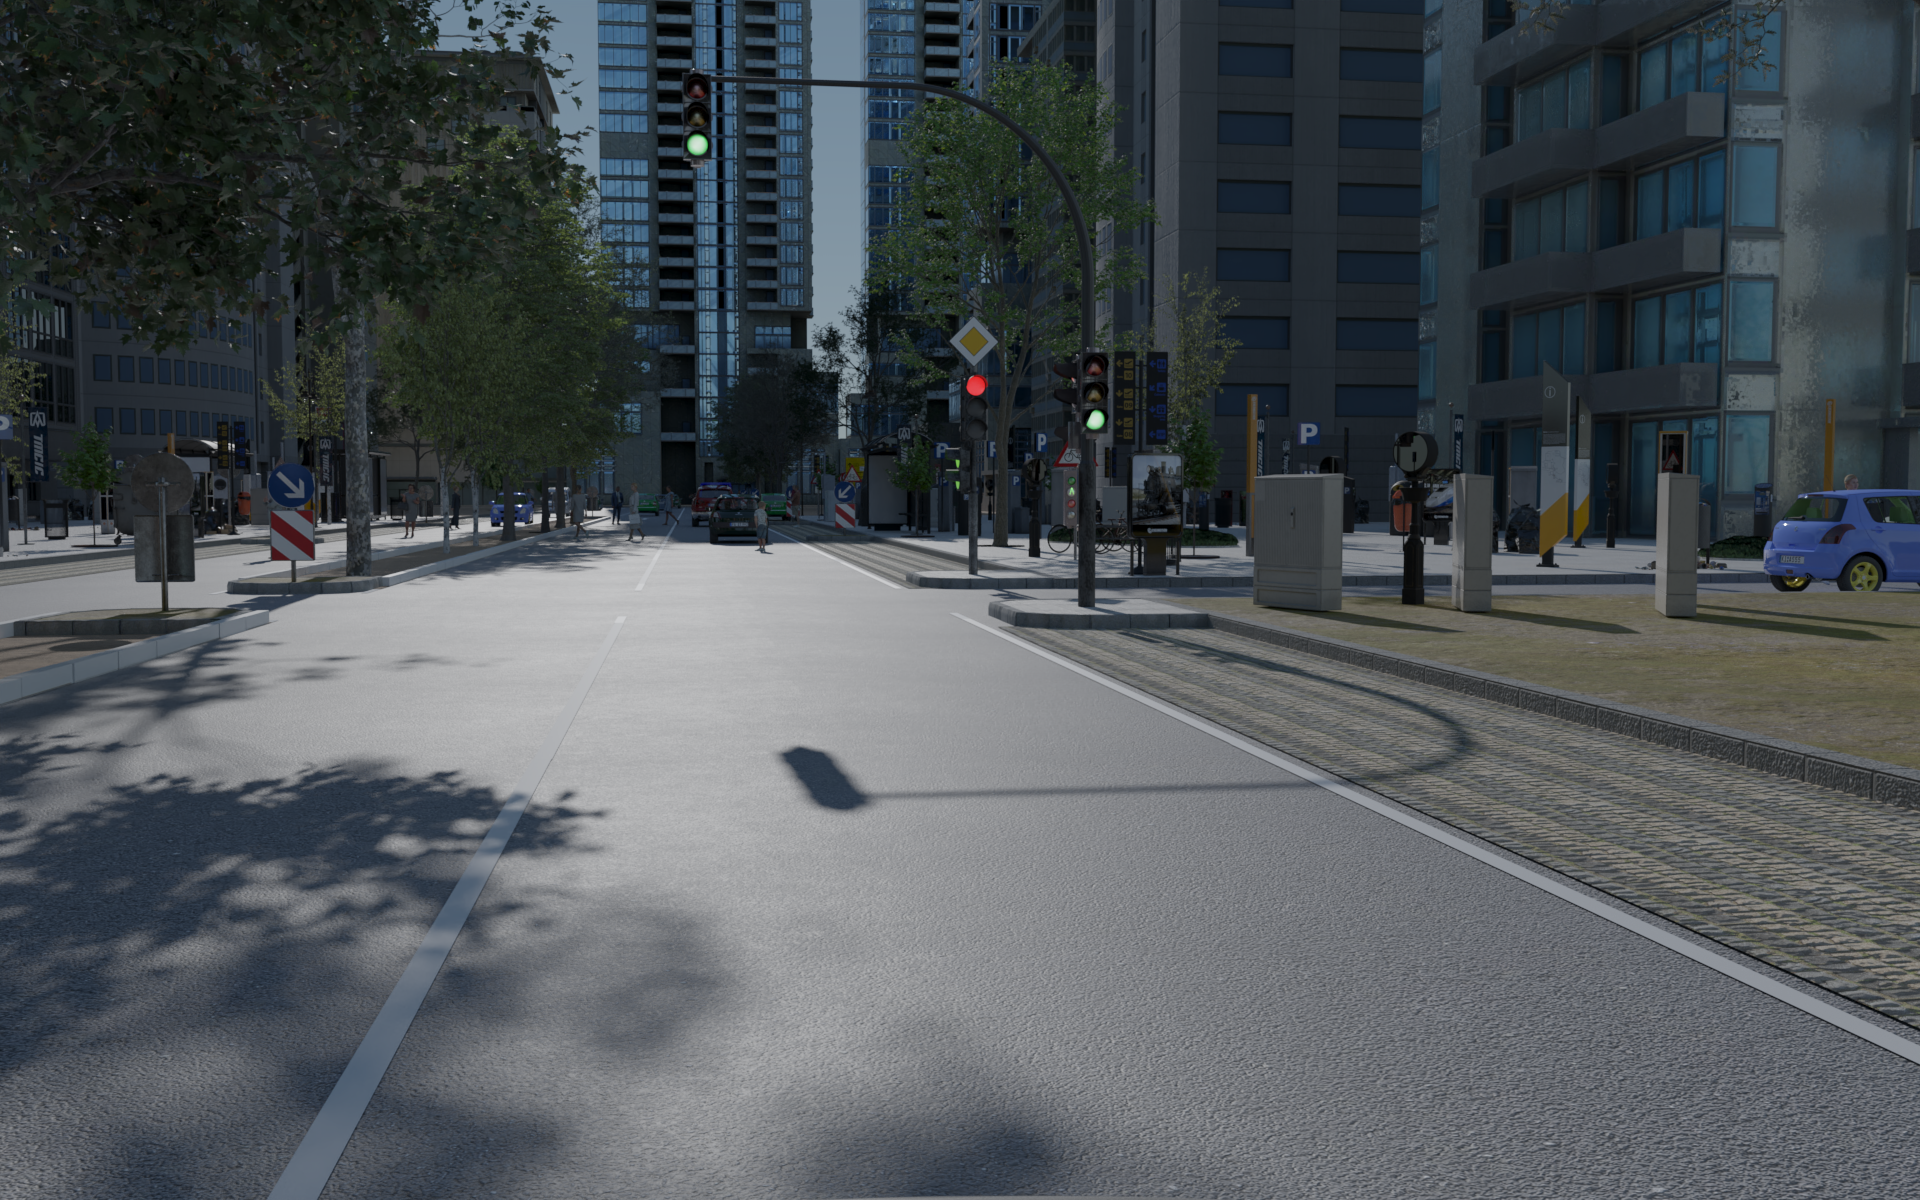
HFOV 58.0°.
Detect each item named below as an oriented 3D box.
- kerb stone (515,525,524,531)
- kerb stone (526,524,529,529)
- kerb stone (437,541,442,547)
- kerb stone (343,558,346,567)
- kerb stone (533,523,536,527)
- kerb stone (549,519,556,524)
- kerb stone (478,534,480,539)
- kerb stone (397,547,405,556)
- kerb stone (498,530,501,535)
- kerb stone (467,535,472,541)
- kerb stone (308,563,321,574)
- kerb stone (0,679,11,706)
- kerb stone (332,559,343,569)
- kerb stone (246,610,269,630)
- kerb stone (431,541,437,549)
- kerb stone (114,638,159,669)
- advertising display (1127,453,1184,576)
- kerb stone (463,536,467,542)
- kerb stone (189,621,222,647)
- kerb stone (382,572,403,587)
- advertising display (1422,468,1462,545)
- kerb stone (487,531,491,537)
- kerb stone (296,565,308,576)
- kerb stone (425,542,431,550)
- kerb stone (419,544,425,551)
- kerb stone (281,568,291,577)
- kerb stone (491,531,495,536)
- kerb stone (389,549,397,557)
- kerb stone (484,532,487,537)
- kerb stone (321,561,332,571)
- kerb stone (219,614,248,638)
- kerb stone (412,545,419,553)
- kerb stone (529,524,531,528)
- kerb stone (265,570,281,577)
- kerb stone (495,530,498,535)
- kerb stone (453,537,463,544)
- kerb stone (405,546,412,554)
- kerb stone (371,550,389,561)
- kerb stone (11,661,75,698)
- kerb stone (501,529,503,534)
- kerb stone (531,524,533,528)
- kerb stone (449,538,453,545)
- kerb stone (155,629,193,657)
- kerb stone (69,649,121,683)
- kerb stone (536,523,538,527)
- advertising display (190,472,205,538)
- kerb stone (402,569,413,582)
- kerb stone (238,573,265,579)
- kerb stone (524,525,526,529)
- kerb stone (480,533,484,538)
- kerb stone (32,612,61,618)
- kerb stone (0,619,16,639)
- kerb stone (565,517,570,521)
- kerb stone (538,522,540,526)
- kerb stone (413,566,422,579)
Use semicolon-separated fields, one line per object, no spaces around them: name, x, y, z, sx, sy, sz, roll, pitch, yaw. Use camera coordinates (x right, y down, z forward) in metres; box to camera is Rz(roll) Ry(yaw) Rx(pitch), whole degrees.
kerb stone;-17.460;-2.833;68.519;0.120;0.150;1.000;-1;4;-9
kerb stone;-17.772;-2.953;70.542;0.120;0.150;1.000;-1;4;-9
kerb stone;-14.018;-1.469;46.214;0.120;0.150;1.000;-1;4;-9
kerb stone;-12.133;-0.725;34.050;0.120;0.150;1.000;-1;4;-9
kerb stone;-18.244;-3.143;73.587;0.120;0.150;1.000;-1;4;-9
kerb stone;-20.132;-3.882;85.751;0.120;0.150;1.000;-1;4;-9
kerb stone;-15.270;-1.966;54.333;0.120;0.150;1.000;-1;4;-9
kerb stone;-13.073;-1.097;40.129;0.120;0.150;1.000;-1;4;-9
kerb stone;-16.213;-2.337;60.401;0.120;0.150;1.000;-1;4;-9
kerb stone;-14.951;-1.841;52.299;0.120;0.150;1.000;-1;4;-9
kerb stone;-11.665;-0.539;31.014;0.120;0.150;1.000;-1;4;-9
kerb stone;-6.540;0.653;11.596;0.120;0.150;1.000;-1;4;-9
kerb stone;-11.979;-0.659;33.039;0.120;0.150;1.000;-1;4;-9
kerb stone;-7.631;0.219;18.671;0.120;0.150;1.000;-1;4;-9
kerb stone;-13.859;-1.407;45.204;0.120;0.150;1.000;-1;4;-9
kerb stone;-7.004;0.463;14.630;0.120;0.150;1.000;-1;4;-9
advertising display;3.067;-1.346;27.221;0.974;1.923;0.123;-2;4;-26
kerb stone;-14.801;-1.779;51.280;0.120;0.150;1.000;-1;4;-9
kerb stone;-7.323;0.342;16.650;0.120;0.150;1.000;-1;4;-9
kerb stone;-8.966;-0.311;27.288;0.120;0.150;1.000;-1;4;-9
advertising display;12.116;-2.344;43.544;0.974;1.923;0.123;3;4;36
kerb stone;-15.740;-2.145;57.367;0.120;0.150;1.000;-1;4;-9
kerb stone;-11.515;-0.477;30.002;0.120;0.150;1.000;-1;4;-9
kerb stone;-13.702;-1.345;44.181;0.120;0.150;1.000;-1;4;-9
kerb stone;-13.545;-1.283;43.171;0.120;0.150;1.000;-1;4;-9
kerb stone;-11.359;-0.412;28.992;0.120;0.150;1.000;-1;4;-9
kerb stone;-15.892;-2.211;58.381;0.120;0.150;1.000;-1;4;-9
kerb stone;-12.915;-1.033;39.116;0.120;0.150;1.000;-1;4;-9
kerb stone;-15.589;-2.085;56.356;0.120;0.150;1.000;-1;4;-9
kerb stone;-11.828;-0.601;32.028;0.120;0.150;1.000;-1;4;-9
kerb stone;-7.474;0.277;17.660;0.120;0.150;1.000;-1;4;-9
kerb stone;-13.380;-1.221;42.162;0.120;0.150;1.000;-1;4;-9
kerb stone;-17.936;-3.018;71.553;0.120;0.150;1.000;-1;4;-9
kerb stone;-11.202;-0.354;27.982;0.120;0.150;1.000;-1;4;-9
kerb stone;-16.051;-2.275;59.391;0.120;0.150;1.000;-1;4;-9
kerb stone;-14.635;-1.716;50.264;0.120;0.150;1.000;-1;4;-9
kerb stone;-13.229;-1.158;41.143;0.120;0.150;1.000;-1;4;-9
kerb stone;-12.759;-0.971;38.106;0.120;0.150;1.000;-1;4;-9
kerb stone;-6.700;0.587;12.605;0.120;0.150;1.000;-1;4;-9
kerb stone;-16.361;-2.393;61.413;0.120;0.150;1.000;-1;4;-9
kerb stone;-18.087;-3.081;72.564;0.120;0.150;1.000;-1;4;-9
kerb stone;-14.323;-1.590;48.243;0.120;0.150;1.000;-1;4;-9
kerb stone;-7.160;0.401;15.640;0.120;0.150;1.000;-1;4;-9
kerb stone;-6.848;0.525;13.616;0.120;0.150;1.000;-1;4;-9
kerb stone;-18.405;-3.205;74.597;0.120;0.150;1.000;-1;4;-9
advertising display;-22.354;-2.786;50.760;0.123;1.923;0.974;-3;5;-41
kerb stone;-9.121;-0.373;28.298;0.120;0.150;1.000;-1;4;-9
kerb stone;-11.047;-0.292;26.971;0.120;0.150;1.000;-1;4;-9
kerb stone;-17.620;-2.888;69.530;0.120;0.150;1.000;-1;4;-9
kerb stone;-15.430;-2.028;55.346;0.120;0.150;1.000;-1;4;-9
kerb stone;-9.711;0.236;18.343;0.120;0.150;1.000;-1;4;-9
kerb stone;-9.545;0.297;17.334;0.120;0.150;1.000;-1;4;-9
kerb stone;-21.843;-4.569;96.897;0.120;0.150;1.000;-1;4;-9
kerb stone;-18.563;-3.267;75.607;0.120;0.150;1.000;-1;4;-9
kerb stone;-9.285;-0.434;29.313;0.120;0.150;1.000;-1;4;-9
